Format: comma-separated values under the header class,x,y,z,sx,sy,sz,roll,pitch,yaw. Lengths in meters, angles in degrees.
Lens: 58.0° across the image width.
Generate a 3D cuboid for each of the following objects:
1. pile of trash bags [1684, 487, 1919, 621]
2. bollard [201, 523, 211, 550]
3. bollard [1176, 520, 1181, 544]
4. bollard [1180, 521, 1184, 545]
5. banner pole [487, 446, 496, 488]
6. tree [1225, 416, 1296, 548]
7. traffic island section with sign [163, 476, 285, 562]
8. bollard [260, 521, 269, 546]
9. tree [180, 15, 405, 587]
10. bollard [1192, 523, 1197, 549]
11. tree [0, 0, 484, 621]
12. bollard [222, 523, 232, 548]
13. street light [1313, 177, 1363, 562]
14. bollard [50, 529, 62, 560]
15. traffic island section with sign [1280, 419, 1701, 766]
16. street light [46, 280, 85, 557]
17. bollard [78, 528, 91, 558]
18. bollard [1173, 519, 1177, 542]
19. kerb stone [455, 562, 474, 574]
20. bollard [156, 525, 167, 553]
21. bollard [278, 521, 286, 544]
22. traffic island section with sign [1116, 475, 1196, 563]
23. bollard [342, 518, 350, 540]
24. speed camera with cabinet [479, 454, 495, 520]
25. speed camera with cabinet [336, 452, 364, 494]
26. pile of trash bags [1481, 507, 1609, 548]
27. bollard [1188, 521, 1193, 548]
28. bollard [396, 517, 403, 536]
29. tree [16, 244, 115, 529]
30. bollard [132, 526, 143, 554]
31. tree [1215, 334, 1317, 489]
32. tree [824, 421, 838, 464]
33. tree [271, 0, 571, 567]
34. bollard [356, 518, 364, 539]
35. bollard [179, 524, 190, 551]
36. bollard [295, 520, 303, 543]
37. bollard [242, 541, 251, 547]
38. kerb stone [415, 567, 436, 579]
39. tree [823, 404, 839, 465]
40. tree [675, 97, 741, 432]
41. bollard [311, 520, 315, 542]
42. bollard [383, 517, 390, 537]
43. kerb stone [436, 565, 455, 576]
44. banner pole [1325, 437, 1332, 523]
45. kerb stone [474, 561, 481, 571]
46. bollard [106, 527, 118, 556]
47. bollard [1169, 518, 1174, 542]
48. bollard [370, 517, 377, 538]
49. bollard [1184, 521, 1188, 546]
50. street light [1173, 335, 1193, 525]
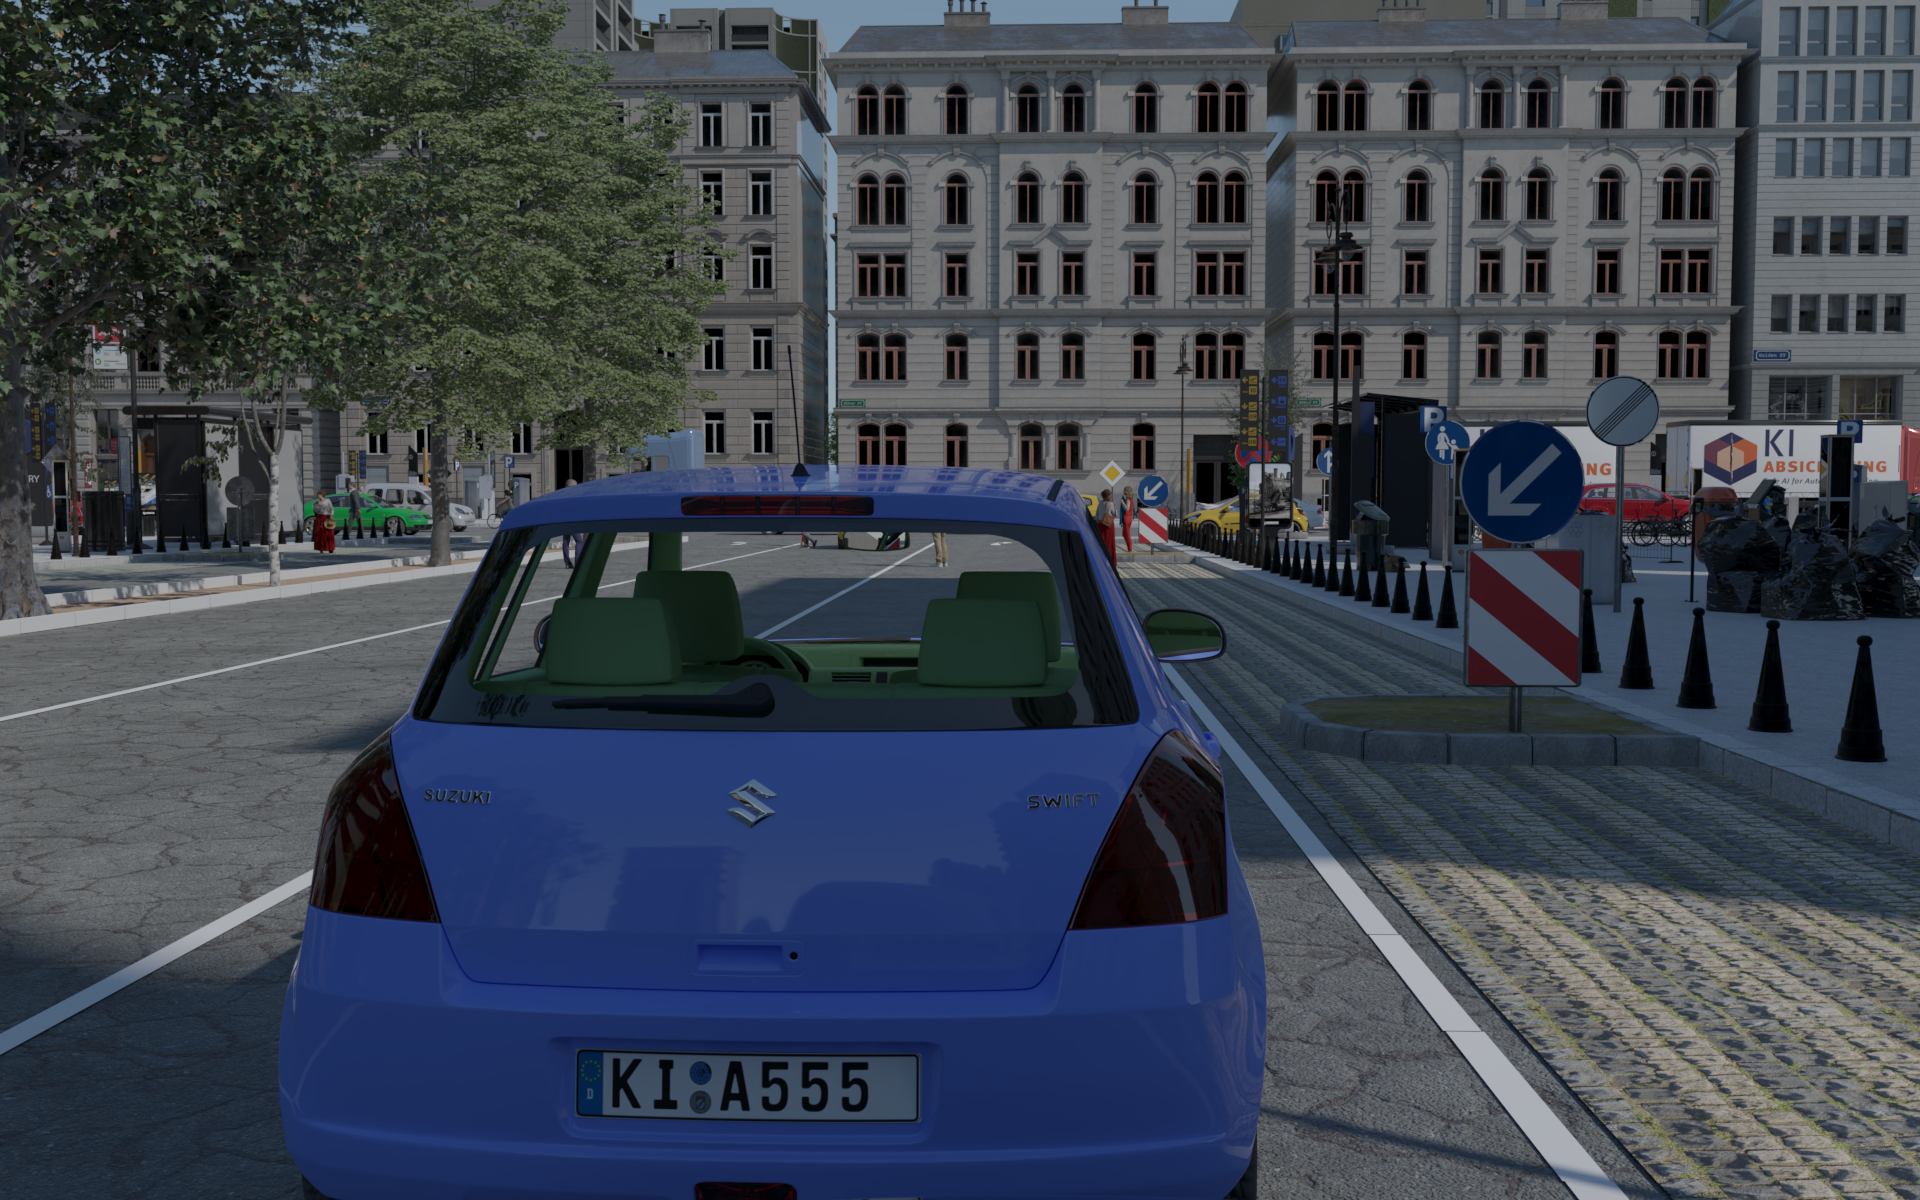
class,x,y,z,sx,sy,sz,roll,pitch,yaw
pile of trash bags,9.084,-0.578,19.200,1.912,1.369,3.447,0,4,-6
bollard,-17.486,-1.474,40.149,0.229,0.601,0.229,0,3,0
bollard,5.746,-1.740,44.482,0.229,0.601,0.229,0,3,0
bollard,5.705,-1.675,43.432,0.229,0.601,0.229,0,3,0
banner pole,-23.730,-5.974,87.695,0.863,3.779,0.401,3,5,43
tree,7.211,-2.866,41.462,1.663,3.219,1.824,0,3,0
traffic island section with sign,-15.764,-1.757,37.363,1.989,1.847,2.006,0,4,2
bollard,-17.366,-1.663,43.227,0.229,0.601,0.229,0,3,0
tree,-10.572,-4.518,26.688,4.360,8.622,3.978,0,3,0
bollard,5.588,-1.486,40.344,0.229,0.601,0.229,0,3,0
tree,-10.809,-6.118,19.495,9.611,12.733,9.660,0,3,0
bollard,-17.444,-1.537,41.175,0.229,0.601,0.229,0,3,0
street light,5.574,-3.236,25.698,0.468,5.910,1.993,0,4,2
bollard,-17.723,-1.095,33.944,0.229,0.601,0.229,0,3,0
traffic island section with sign,2.924,-0.086,10.028,1.989,1.847,2.006,0,4,2
street light,-18.139,-3.828,35.374,0.468,5.910,1.993,0,4,2
bollard,-17.688,-1.158,34.975,0.229,0.601,0.229,0,3,0
bollard,5.786,-1.802,45.508,0.229,0.601,0.229,0,3,0
kerb stone,-9.111,-0.570,31.550,0.120,0.150,1.000,0,4,2
bollard,-17.568,-1.348,38.081,0.229,0.601,0.229,0,3,0
bollard,-17.327,-1.725,44.253,0.229,0.601,0.229,0,3,0
traffic island section with sign,3.956,-1.733,36.964,1.989,1.847,2.006,0,4,2
bollard,-17.168,-1.979,48.395,0.229,0.601,0.229,0,3,0
speed camera with cabinet,-23.455,-5.595,85.819,0.660,3.252,2.038,-1,4,-10
speed camera with cabinet,-28.307,-5.339,81.630,2.038,3.252,0.660,0,4,5
pile of trash bags,8.234,-0.908,24.604,1.912,1.369,3.447,3,5,40
bollard,5.628,-1.549,41.370,0.229,0.601,0.229,0,3,0
bollard,-17.009,-2.230,52.501,0.229,0.601,0.229,0,3,0
tree,-25.613,-6.014,48.688,4.360,8.622,3.978,0,3,0
bollard,-17.603,-1.284,37.041,0.229,0.601,0.229,0,3,0
tree,14.095,-7.923,79.910,4.360,8.622,3.978,0,3,0
tree,-12.749,-17.690,207.357,7.486,12.596,7.792,0,3,0
tree,-10.264,-6.934,33.955,7.486,12.596,7.792,0,3,0
bollard,-17.130,-2.042,49.421,0.229,0.601,0.229,0,3,0
bollard,-17.525,-1.411,39.109,0.229,0.601,0.229,0,3,0
bollard,-17.291,-1.788,45.279,0.229,0.601,0.229,0,3,0
bollard,-17.408,-1.600,42.201,0.229,0.601,0.229,0,3,0
kerb stone,-9.204,-0.447,29.502,0.120,0.150,1.000,0,4,2
tree,-13.641,-13.952,162.527,7.601,10.594,8.767,-2,4,-27
tree,-9.512,-7.559,44.179,7.486,12.596,7.792,0,3,0
bollard,-17.251,-1.851,46.305,0.229,0.601,0.229,0,3,0
bollard,-17.053,-2.167,51.473,0.229,0.601,0.229,0,3,0
kerb stone,-9.162,-0.505,30.526,0.120,0.150,1.000,0,4,2
banner pole,16.425,-5.262,76.047,0.401,3.779,0.863,-3,5,-42
kerb stone,-9.077,-0.635,32.581,0.120,0.150,1.000,0,4,2
bollard,-17.642,-1.221,36.007,0.229,0.601,0.229,0,3,0
bollard,5.825,-1.866,46.551,0.229,0.601,0.229,0,3,0
bollard,-17.088,-2.104,50.447,0.229,0.601,0.229,0,3,0
bollard,5.666,-1.612,42.396,0.229,0.601,0.229,0,3,0
street light,6.455,-4.741,50.298,0.468,5.910,1.993,0,4,2
